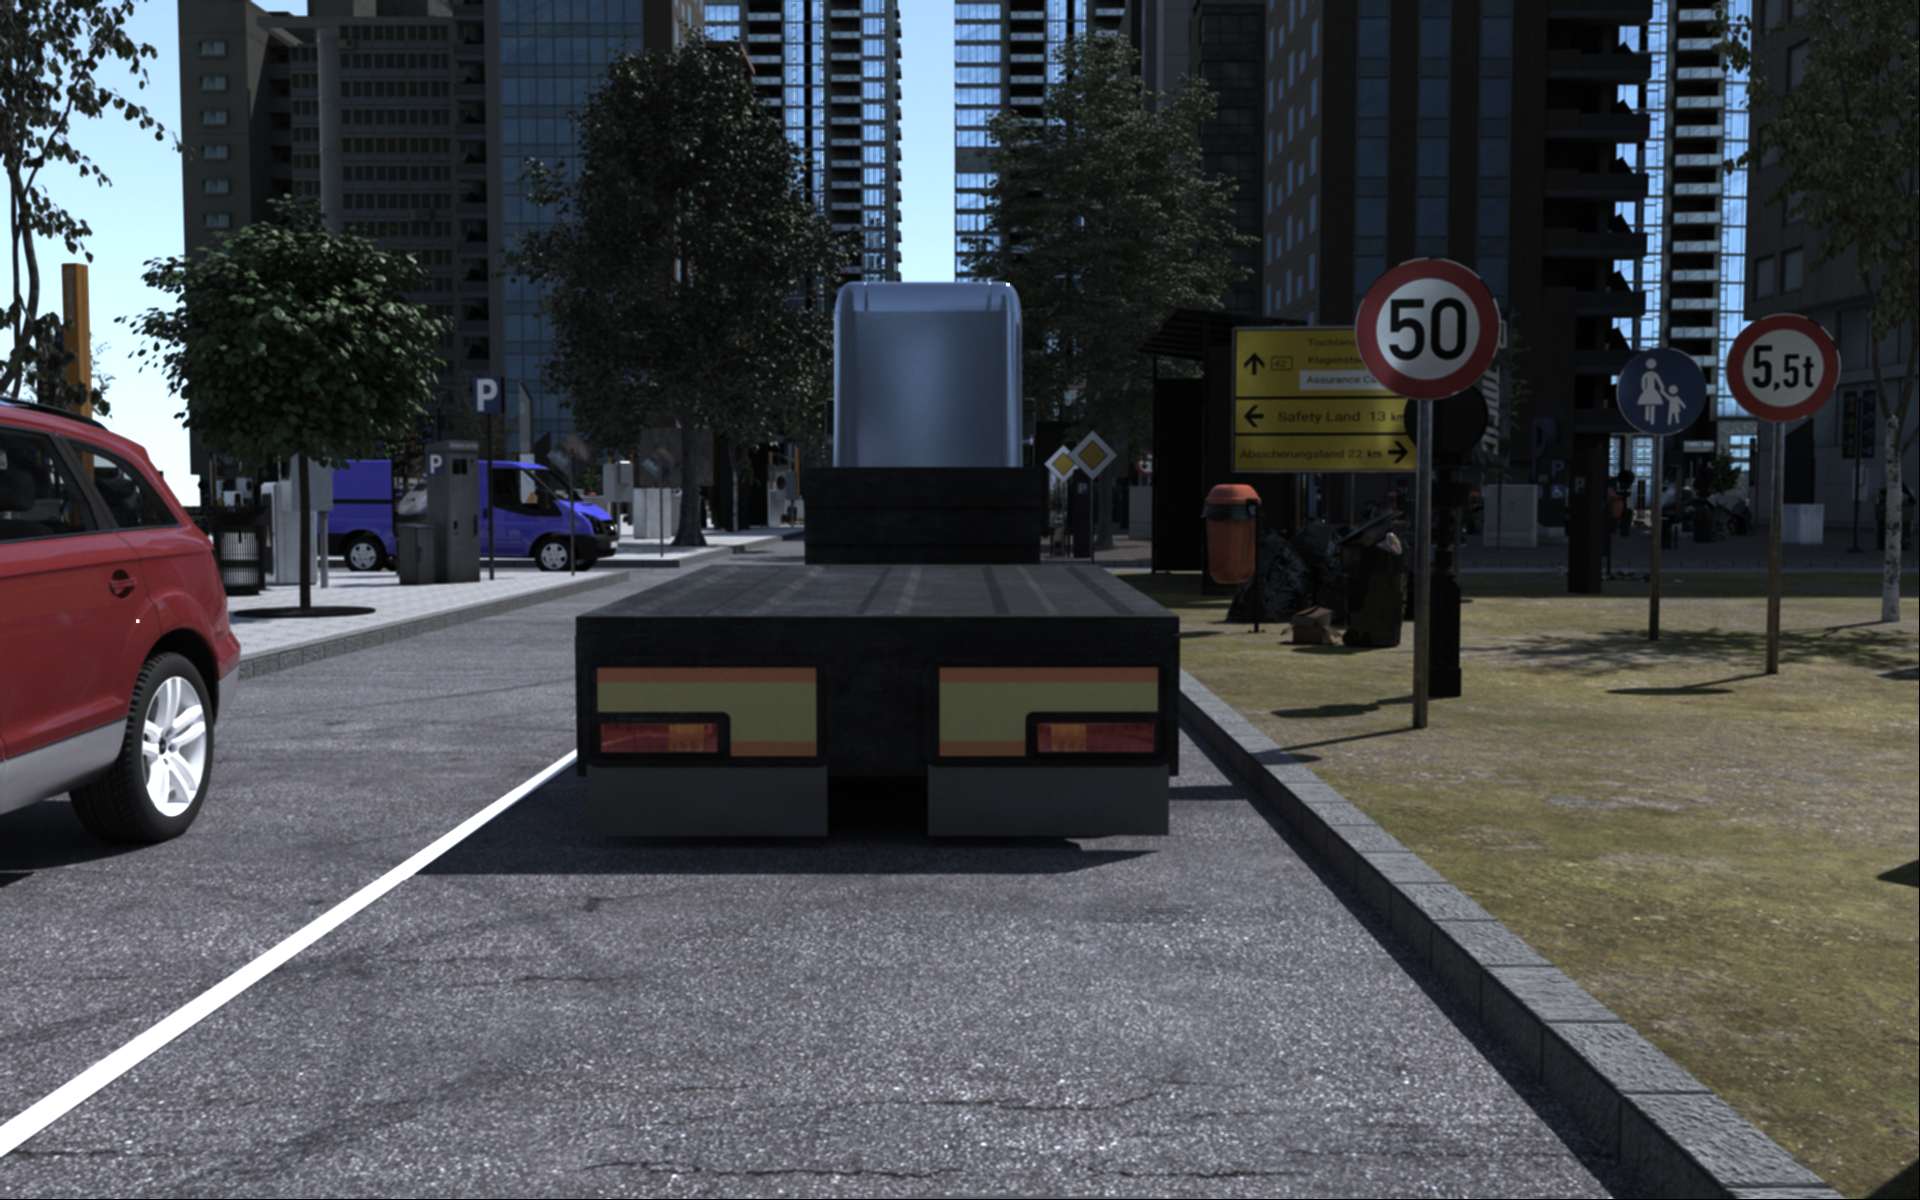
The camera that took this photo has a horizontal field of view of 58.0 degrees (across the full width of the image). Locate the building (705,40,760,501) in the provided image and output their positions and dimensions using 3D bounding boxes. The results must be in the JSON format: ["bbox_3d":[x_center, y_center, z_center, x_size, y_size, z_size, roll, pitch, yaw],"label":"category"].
[{"bbox_3d":[-32.479,-31.145,163.837,28.867,44.769,22.147,0,4,0],"label":"building"}]

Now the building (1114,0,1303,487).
[{"bbox_3d":[21.235,-30.768,153.161,14.600,45.320,14.200,0,4,0],"label":"building"}]

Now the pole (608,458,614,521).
[{"bbox_3d":[-13.081,-4.345,64.883,0.158,3.312,0.155,0,3,0],"label":"pole"}]

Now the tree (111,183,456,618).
[{"bbox_3d":[-7.114,-2.125,18.451,4.285,4.588,4.351,0,3,0],"label":"tree"}]

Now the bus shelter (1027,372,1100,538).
[{"bbox_3d":[3.034,-4.682,54.186,2.179,5.291,8.768,0,3,0],"label":"bus shelter"}]

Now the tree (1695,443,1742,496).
[{"bbox_3d":[28.766,-4.347,65.681,1.663,3.219,1.824,0,3,0],"label":"tree"}]

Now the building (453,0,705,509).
[{"bbox_3d":[-25.214,-28.614,117.948,14.600,45.320,14.200,0,4,0],"label":"building"}]

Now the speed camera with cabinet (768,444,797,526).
[{"bbox_3d":[-7.332,-4.565,68.973,0.660,3.252,2.038,-3,5,-43],"label":"speed camera with cabinet"}]

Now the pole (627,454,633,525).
[{"bbox_3d":[-13.500,-4.709,70.830,0.158,3.312,0.155,0,3,0],"label":"pole"}]

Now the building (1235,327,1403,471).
[{"bbox_3d":[41.752,-36.506,216.479,30.456,49.044,23.786,0,4,0],"label":"building"}]

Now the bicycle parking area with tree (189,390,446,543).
[{"bbox_3d":[-17.072,-3.731,47.999,8.231,4.147,9.016,1,4,15],"label":"bicycle parking area with tree"}]

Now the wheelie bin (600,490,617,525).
[{"bbox_3d":[-14.675,-3.970,72.818,0.693,1.594,0.980,3,5,42],"label":"wheelie bin"}]

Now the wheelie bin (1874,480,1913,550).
[{"bbox_3d":[21.373,-1.939,39.617,0.693,1.594,0.980,0,4,-4],"label":"wheelie bin"}]

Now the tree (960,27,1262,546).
[{"bbox_3d":[3.585,-7.658,43.337,7.486,12.596,7.792,0,3,0],"label":"tree"}]

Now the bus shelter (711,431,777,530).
[{"bbox_3d":[-7.972,-4.469,64.345,1.731,3.624,6.357,0,3,0],"label":"bus shelter"}]

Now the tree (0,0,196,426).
[{"bbox_3d":[-6.995,-3.774,12.061,4.360,8.622,3.978,0,3,0],"label":"tree"}]

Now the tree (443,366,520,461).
[{"bbox_3d":[-27.779,-9.174,100.353,4.360,8.622,3.978,0,3,0],"label":"tree"}]

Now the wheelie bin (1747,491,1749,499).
[{"bbox_3d":[46.693,-5.753,101.966,0.693,1.594,0.980,1,4,16],"label":"wheelie bin"}]

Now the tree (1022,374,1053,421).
[{"bbox_3d":[3.491,-9.464,105.105,4.737,8.622,4.395,0,3,0],"label":"tree"}]

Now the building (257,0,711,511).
[{"bbox_3d":[-34.760,-27.239,137.238,32.217,40.220,23.993,0,4,0],"label":"building"}]

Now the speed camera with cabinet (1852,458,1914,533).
[{"bbox_3d":[30.439,-3.840,57.116,0.660,3.252,2.038,-1,4,-16],"label":"speed camera with cabinet"}]

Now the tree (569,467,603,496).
[{"bbox_3d":[-19.589,-5.847,90.196,1.663,3.219,1.824,0,3,0],"label":"tree"}]

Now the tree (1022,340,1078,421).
[{"bbox_3d":[3.173,-12.796,119.586,12.009,13.543,11.850,0,3,0],"label":"tree"}]

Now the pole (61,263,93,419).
[{"bbox_3d":[-7.844,-1.321,15.445,0.158,3.312,0.155,0,3,0],"label":"pole"}]

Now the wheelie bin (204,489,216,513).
[{"bbox_3d":[-46.078,-6.015,106.247,0.693,1.594,0.980,-1,4,-12],"label":"wheelie bin"}]

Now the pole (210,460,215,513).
[{"bbox_3d":[-45.063,-6.762,104.401,0.158,3.312,0.155,0,3,0],"label":"pole"}]

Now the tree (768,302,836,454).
[{"bbox_3d":[-6.477,-11.799,103.291,12.009,13.543,11.850,0,3,0],"label":"tree"}]

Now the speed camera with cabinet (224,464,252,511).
[{"bbox_3d":[-39.207,-6.098,94.040,0.660,3.252,2.038,0,4,6],"label":"speed camera with cabinet"}]

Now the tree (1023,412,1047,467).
[{"bbox_3d":[2.921,-5.055,66.362,4.285,4.588,4.351,0,3,0],"label":"tree"}]

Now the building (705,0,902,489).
[{"bbox_3d":[-20.295,-55.166,214.633,31.000,86.520,22.319,0,4,0],"label":"building"}]

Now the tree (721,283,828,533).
[{"bbox_3d":[-7.064,-6.473,56.204,4.737,8.622,4.395,0,3,0],"label":"tree"}]

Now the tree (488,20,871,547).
[{"bbox_3d":[-6.694,-7.677,42.527,9.611,12.733,9.660,0,3,0],"label":"tree"}]

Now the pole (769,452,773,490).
[{"bbox_3d":[-9.067,-5.459,83.090,0.158,3.312,0.155,0,3,0],"label":"pole"}]

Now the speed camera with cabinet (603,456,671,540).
[{"bbox_3d":[-9.213,-3.370,49.431,0.660,3.252,2.038,3,5,40],"label":"speed camera with cabinet"}]

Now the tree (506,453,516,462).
[{"bbox_3d":[-20.978,-5.291,81.117,1.663,3.219,1.824,0,3,0],"label":"tree"}]

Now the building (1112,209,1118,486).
[{"bbox_3d":[21.640,-24.223,167.740,14.160,30.474,14.107,0,4,0],"label":"building"}]

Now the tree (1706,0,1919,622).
[{"bbox_3d":[9.351,-4.075,16.994,4.737,8.622,4.395,0,3,0],"label":"tree"}]

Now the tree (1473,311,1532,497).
[{"bbox_3d":[20.043,-7.114,66.674,4.737,8.622,4.395,0,3,0],"label":"tree"}]

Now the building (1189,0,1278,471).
[{"bbox_3d":[20.359,-20.262,102.992,14.160,30.474,14.107,0,4,0],"label":"building"}]

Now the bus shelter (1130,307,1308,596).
[{"bbox_3d":[3.588,-2.056,24.894,1.731,3.624,6.357,0,4,0],"label":"bus shelter"}]

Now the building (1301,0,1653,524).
[{"bbox_3d":[22.305,-26.319,80.422,14.600,45.320,14.200,0,4,0],"label":"building"}]

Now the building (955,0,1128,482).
[{"bbox_3d":[11.021,-55.127,214.002,31.000,86.520,22.319,0,4,0],"label":"building"}]

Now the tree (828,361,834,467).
[{"bbox_3d":[-6.488,-7.946,80.284,4.737,8.622,4.395,0,3,0],"label":"tree"}]

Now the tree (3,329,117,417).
[{"bbox_3d":[-36.761,-7.367,70.812,4.737,8.622,4.395,0,3,0],"label":"tree"}]

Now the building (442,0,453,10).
[{"bbox_3d":[-65.824,-55.169,214.681,31.000,86.520,22.319,0,4,0],"label":"building"}]

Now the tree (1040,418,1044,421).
[{"bbox_3d":[2.804,-13.968,145.392,9.611,12.733,9.660,0,3,0],"label":"tree"}]

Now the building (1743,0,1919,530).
[{"bbox_3d":[46.300,-28.755,59.386,27.495,52.752,28.713,0,4,0],"label":"building"}]

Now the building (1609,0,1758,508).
[{"bbox_3d":[62.847,-51.929,161.709,31.000,86.520,22.319,0,4,0],"label":"building"}]

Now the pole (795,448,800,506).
[{"bbox_3d":[-7.157,-5.031,76.095,0.158,3.312,0.155,0,3,0],"label":"pole"}]

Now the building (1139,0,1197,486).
[{"bbox_3d":[24.277,-36.041,131.262,21.231,58.520,28.212,0,4,0],"label":"building"}]

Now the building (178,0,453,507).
[{"bbox_3d":[-58.456,-33.061,164.245,21.600,48.544,21.300,0,4,0],"label":"building"}]

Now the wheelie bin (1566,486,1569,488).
[{"bbox_3d":[24.318,-3.740,69.064,0.980,1.594,0.693,-2,4,-35],"label":"wheelie bin"}]

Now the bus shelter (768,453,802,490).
[{"bbox_3d":[-9.201,-5.694,87.020,2.014,3.302,5.546,0,4,0],"label":"bus shelter"}]
